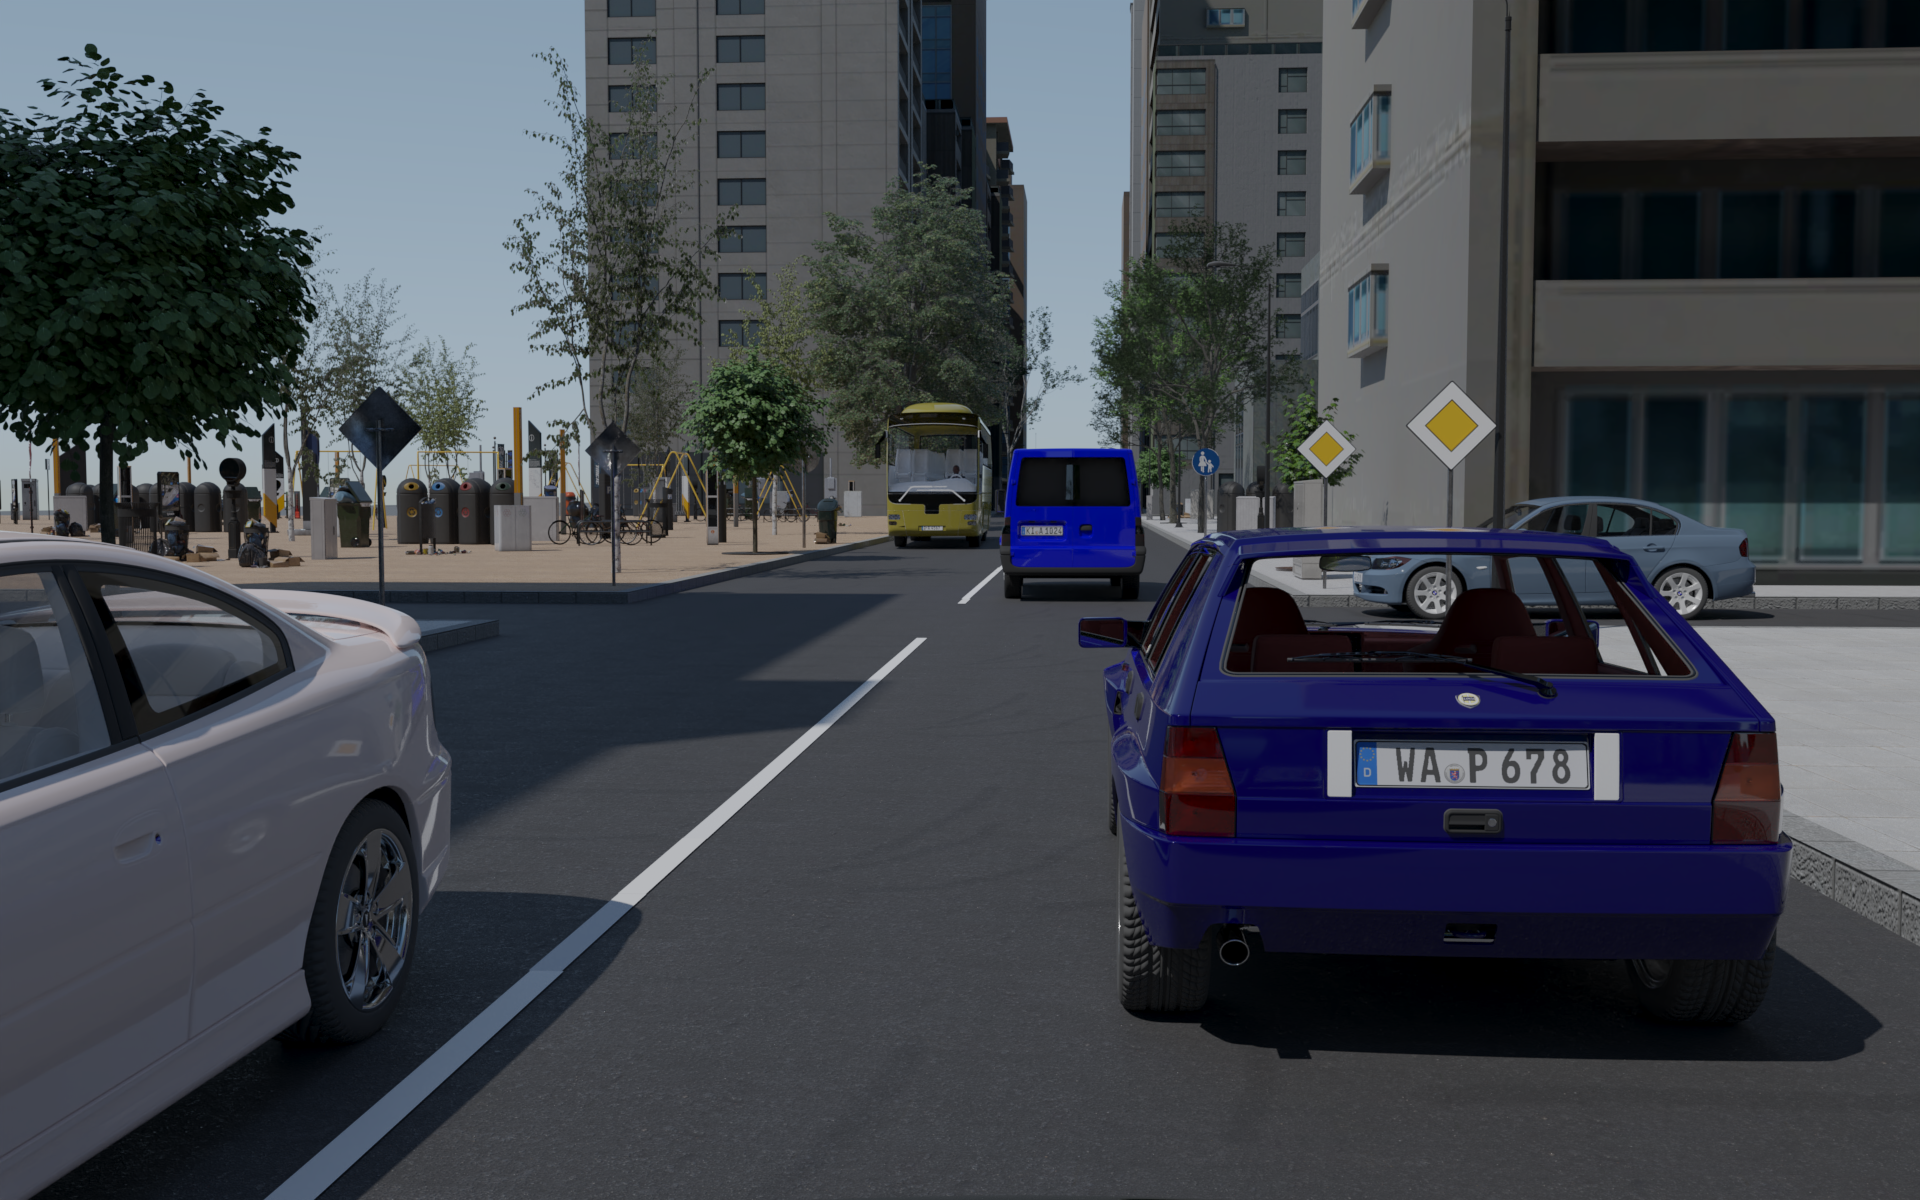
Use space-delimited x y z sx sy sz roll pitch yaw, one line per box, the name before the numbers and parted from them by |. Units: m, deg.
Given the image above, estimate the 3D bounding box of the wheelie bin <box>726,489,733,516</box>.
wheelie bin | -13.218 -5.617 99.739 0.980 1.594 0.693 -3 5 -39

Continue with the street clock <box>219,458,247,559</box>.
street clock | -14.467 -1.831 34.502 0.471 2.002 0.358 1 4 12

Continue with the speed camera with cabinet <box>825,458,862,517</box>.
speed camera with cabinet | -6.448 -6.201 95.717 2.038 3.252 0.660 0 4 -5

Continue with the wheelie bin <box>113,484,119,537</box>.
wheelie bin | -25.281 -2.688 51.852 0.980 1.594 0.693 2 4 31

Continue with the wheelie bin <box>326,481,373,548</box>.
wheelie bin | -14.563 -2.057 41.545 0.693 1.594 0.980 1 4 9

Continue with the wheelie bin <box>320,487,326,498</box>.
wheelie bin | -26.385 -3.947 72.444 0.980 1.594 0.693 3 4 36

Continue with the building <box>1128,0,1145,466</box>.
building | 29.756 -40.030 196.493 21.231 58.520 28.212 0 4 4

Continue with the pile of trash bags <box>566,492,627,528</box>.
pile of trash bags | -14.413 -3.508 67.112 1.912 1.369 3.447 -3 5 -44

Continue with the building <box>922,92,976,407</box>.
building | -6.249 -21.757 127.428 14.160 30.474 14.107 0 4 4

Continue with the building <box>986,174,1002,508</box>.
building | -3.555 -23.498 155.901 14.160 30.474 14.107 0 4 4

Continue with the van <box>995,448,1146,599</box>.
van | 1.601 -1.284 25.381 2.240 2.365 5.245 0 4 2

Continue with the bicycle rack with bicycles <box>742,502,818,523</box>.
bicycle rack with bicycles | -7.763 -4.004 78.843 2.925 0.926 2.852 2 4 28

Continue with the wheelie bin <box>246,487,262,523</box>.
wheelie bin | -30.172 -4.016 73.566 0.693 1.594 0.980 3 5 42

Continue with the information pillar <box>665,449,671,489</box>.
information pillar | -14.341 -5.733 85.081 0.183 3.616 0.504 1 4 12

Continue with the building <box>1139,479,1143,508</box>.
building | 24.118 -29.389 164.105 14.154 41.232 14.086 0 4 4

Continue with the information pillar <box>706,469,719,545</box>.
information pillar | -6.236 -2.391 43.585 0.304 2.012 0.304 -1 4 -11

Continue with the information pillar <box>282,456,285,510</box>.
information pillar | -35.904 -6.115 91.340 0.504 3.616 0.183 0 4 -4

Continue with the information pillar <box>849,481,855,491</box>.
information pillar | -6.027 -5.634 96.609 0.304 2.012 0.304 1 4 13

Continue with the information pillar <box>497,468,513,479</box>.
information pillar | -12.946 -2.742 49.321 0.304 2.012 0.304 2 4 31

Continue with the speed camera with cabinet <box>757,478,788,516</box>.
speed camera with cabinet | -10.875 -6.439 99.609 2.038 3.252 0.660 -2 4 -31

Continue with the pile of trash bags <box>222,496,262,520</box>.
pile of trash bags | -36.563 -4.676 86.198 3.447 1.369 1.912 -2 4 -29

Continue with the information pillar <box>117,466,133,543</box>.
information pillar | -21.704 -2.480 45.033 0.304 2.012 0.304 -2 4 -35

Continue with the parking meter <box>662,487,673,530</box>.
parking meter | -10.367 -3.244 61.444 0.372 1.533 0.369 0 3 0

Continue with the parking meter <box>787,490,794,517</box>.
parking meter | -9.675 -5.524 98.732 0.372 1.533 0.369 0 3 0

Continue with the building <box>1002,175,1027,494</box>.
building | 2.317 -36.339 244.248 14.600 45.320 14.200 0 4 4

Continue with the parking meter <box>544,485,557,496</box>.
parking meter | -11.622 -2.494 49.186 0.372 1.533 0.369 0 3 0

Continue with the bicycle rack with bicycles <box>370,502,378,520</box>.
bicycle rack with bicycles | -30.592 -4.528 87.407 2.852 0.926 2.925 -1 4 -21

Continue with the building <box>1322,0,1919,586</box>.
building | 18.093 -24.972 31.991 21.600 48.544 21.300 0 4 4

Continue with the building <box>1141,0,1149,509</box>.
building | 22.783 -30.570 149.923 14.600 45.320 14.200 0 4 4

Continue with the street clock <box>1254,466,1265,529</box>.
street clock | 7.670 -2.419 44.117 0.358 2.002 0.471 0 4 8

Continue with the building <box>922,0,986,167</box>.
building | -5.150 -30.048 141.398 14.600 45.320 14.200 0 4 4

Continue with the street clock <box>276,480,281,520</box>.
street clock | -34.474 -5.061 87.310 0.471 2.002 0.358 -2 4 -35

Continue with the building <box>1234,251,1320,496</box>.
building | 24.860 -46.632 75.110 22.319 86.520 31.000 0 4 4

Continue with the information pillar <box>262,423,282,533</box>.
information pillar | -22.692 -4.011 56.932 0.183 3.616 0.504 2 4 29

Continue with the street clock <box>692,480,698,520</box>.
street clock | -13.306 -5.043 87.028 0.358 2.002 0.471 -1 4 -13

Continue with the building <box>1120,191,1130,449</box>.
building | 30.160 -36.611 248.700 14.600 45.320 14.200 0 4 4

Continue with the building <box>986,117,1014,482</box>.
building | -5.166 -33.240 198.099 22.147 44.769 28.867 0 4 4

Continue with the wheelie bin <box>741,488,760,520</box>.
wheelie bin | -10.525 -4.835 86.959 0.980 1.594 0.693 -1 4 -10

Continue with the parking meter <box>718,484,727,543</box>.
parking meter | -6.349 -2.281 45.699 0.372 1.533 0.369 0 3 0

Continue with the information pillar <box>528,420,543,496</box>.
information pillar | -13.464 -3.885 54.880 0.504 3.616 0.183 2 4 25

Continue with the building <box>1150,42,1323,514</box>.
building | 19.680 -20.986 114.820 14.160 30.474 14.107 0 4 4

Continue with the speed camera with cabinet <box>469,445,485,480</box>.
speed camera with cabinet | -19.588 -4.643 70.246 0.660 3.252 2.038 -1 4 -13

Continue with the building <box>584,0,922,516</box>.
building | -10.797 -41.033 109.141 20.563 71.187 20.611 0 4 4

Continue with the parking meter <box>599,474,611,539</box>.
parking meter | -10.145 -2.691 49.715 0.255 1.863 0.399 2 4 32

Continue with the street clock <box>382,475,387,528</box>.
street clock | -21.873 -3.730 65.561 0.358 2.002 0.471 0 3 0

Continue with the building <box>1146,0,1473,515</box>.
building | 25.392 -31.072 131.725 21.300 48.544 21.600 0 4 4
